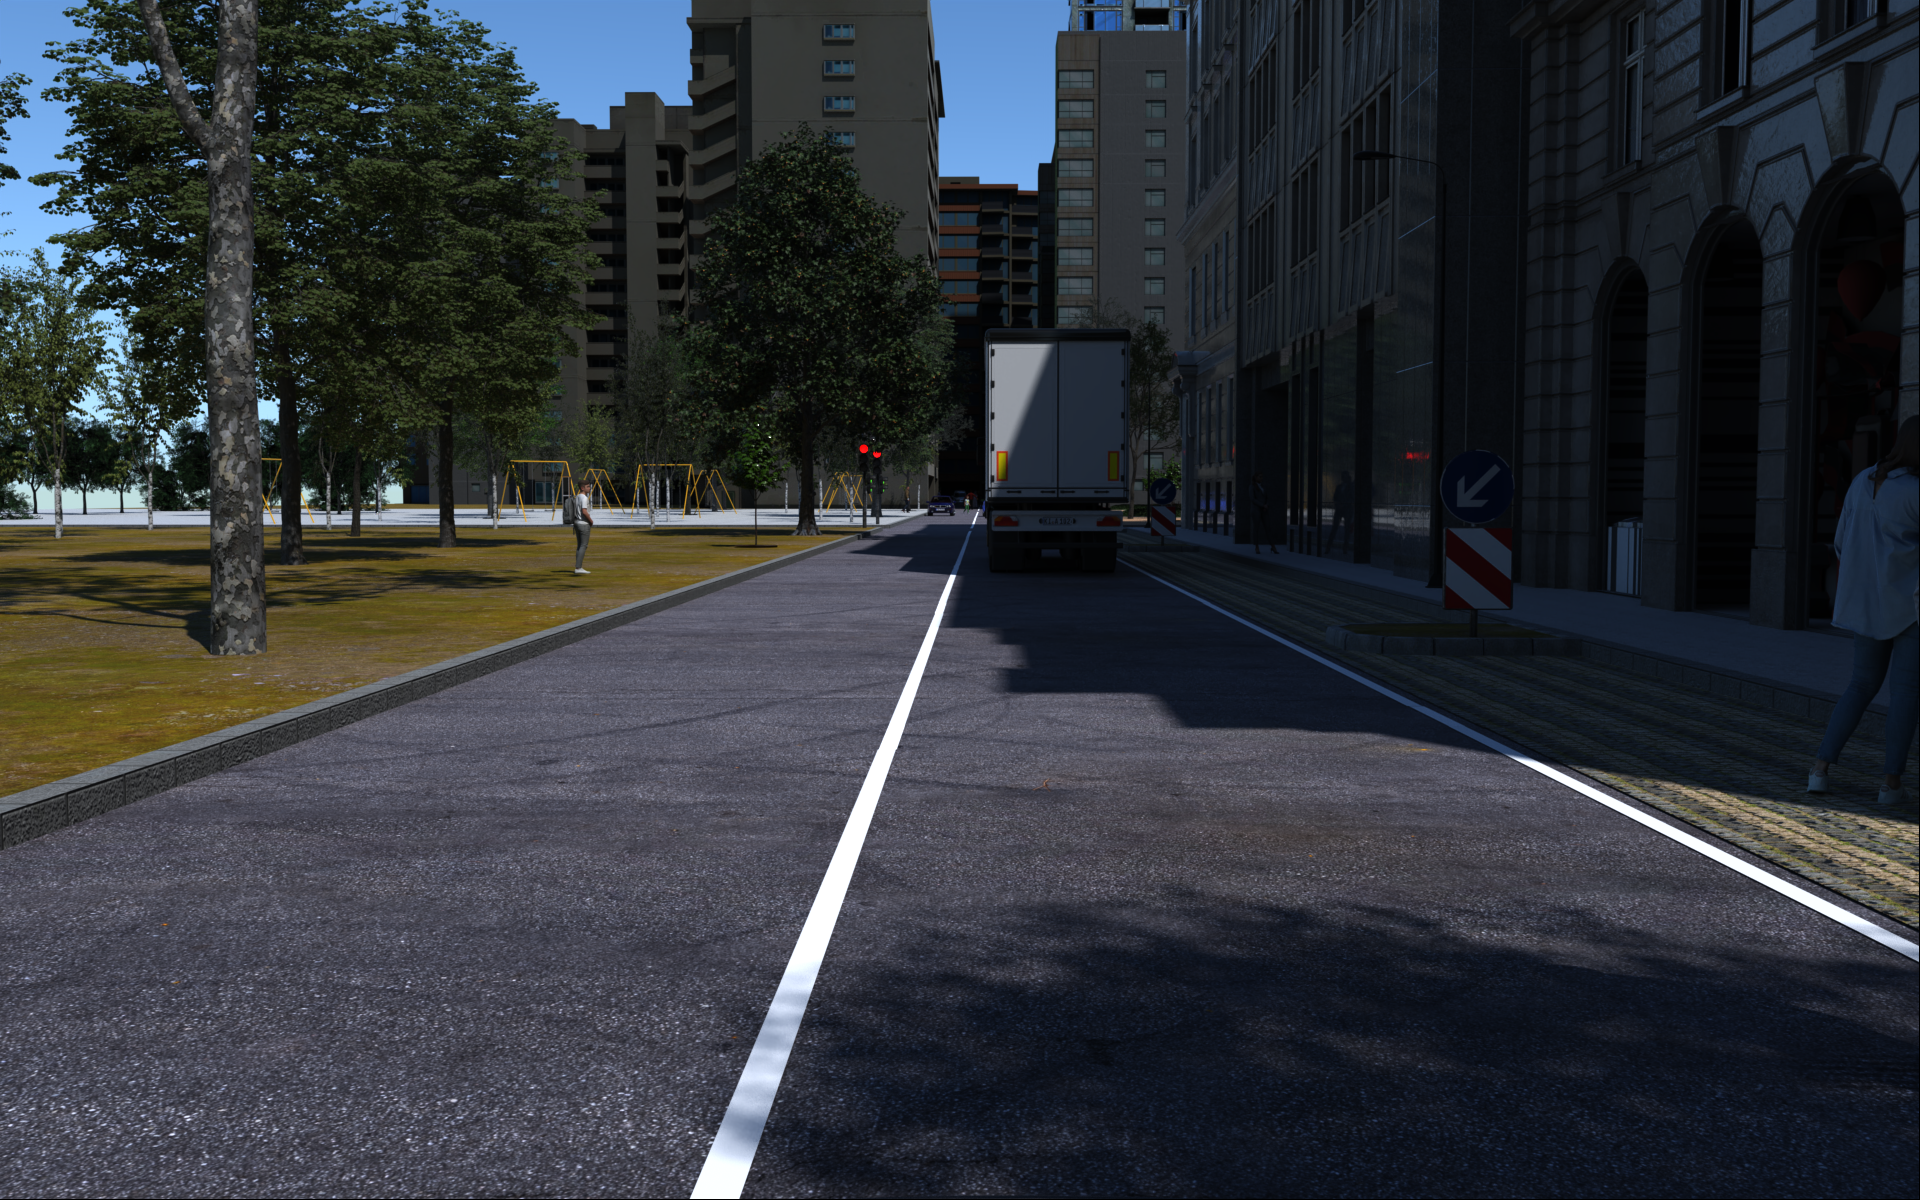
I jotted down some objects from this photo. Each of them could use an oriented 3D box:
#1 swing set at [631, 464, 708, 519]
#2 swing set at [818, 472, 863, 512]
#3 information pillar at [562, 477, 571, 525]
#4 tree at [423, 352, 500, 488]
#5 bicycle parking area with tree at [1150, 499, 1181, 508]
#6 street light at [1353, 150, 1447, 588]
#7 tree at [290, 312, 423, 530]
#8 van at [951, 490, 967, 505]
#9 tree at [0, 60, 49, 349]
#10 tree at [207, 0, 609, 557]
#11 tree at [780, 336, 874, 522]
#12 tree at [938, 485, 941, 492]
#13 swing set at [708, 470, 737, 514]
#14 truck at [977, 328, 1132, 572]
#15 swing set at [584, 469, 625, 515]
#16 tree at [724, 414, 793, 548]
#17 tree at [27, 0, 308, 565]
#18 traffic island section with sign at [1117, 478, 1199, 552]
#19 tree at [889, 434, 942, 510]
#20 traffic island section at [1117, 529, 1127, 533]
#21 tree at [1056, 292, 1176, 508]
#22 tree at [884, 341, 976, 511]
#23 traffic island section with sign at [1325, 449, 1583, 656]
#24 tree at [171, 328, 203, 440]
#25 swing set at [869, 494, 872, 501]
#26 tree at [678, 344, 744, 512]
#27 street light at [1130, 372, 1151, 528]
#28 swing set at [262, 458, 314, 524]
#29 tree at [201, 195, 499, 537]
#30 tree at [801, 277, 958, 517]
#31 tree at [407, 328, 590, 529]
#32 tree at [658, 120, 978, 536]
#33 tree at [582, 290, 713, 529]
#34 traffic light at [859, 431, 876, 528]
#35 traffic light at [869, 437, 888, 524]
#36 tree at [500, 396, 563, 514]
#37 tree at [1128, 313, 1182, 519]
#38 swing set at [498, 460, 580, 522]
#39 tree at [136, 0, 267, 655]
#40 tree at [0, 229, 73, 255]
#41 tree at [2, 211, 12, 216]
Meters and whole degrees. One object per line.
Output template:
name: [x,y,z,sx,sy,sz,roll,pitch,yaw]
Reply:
swing set: [-15.395,-5.732,91.332,3.119,2.851,2.862,1,4,10]
swing set: [-8.391,-7.635,122.444,2.862,2.851,3.119,-1,4,-16]
information pillar: [-16.488,-4.168,72.641,0.304,2.012,0.304,0,4,2]
tree: [-23.173,-7.710,76.417,4.360,8.622,3.978,0,3,0]
bicycle parking area with tree: [17.928,-8.200,121.076,8.231,4.147,9.016,-3,4,-36]
street light: [6.010,-3.122,23.579,1.470,5.913,1.316,0,4,1]
tree: [-22.374,-6.808,61.671,4.360,8.622,3.978,0,3,0]
van: [0.002,-11.782,199.638,2.013,2.044,4.112,0,4,0]
tree: [-23.467,-7.813,34.398,9.857,13.997,8.962,0,3,0]
tree: [-11.878,-7.527,41.190,7.486,12.596,7.792,0,3,0]
tree: [-5.050,-7.821,78.233,4.360,8.622,3.978,0,3,0]
tree: [-3.015,-12.220,194.399,1.663,3.219,1.824,0,3,0]
swing set: [-16.324,-7.028,112.526,2.862,2.851,3.119,-2,4,-24]
truck: [1.735,-2.816,34.955,2.839,4.237,11.283,0,4,1]
swing set: [-22.936,-6.829,109.268,2.862,2.851,3.119,0,4,4]
tree: [-4.800,-2.883,41.735,1.663,3.219,1.824,0,3,0]
tree: [-12.486,-6.896,30.873,7.486,12.596,7.792,0,3,0]
traffic island section with sign: [4.898,-2.124,43.353,1.989,1.847,2.006,0,4,1]
tree: [-3.462,-11.836,143.875,4.737,8.622,4.395,0,3,0]
traffic island section: [5.208,-2.640,65.437,2.009,0.180,2.903,0,4,1]
tree: [8.930,-11.904,104.994,12.009,13.543,11.850,0,3,0]
tree: [-4.022,-13.421,129.807,12.009,13.543,11.850,0,3,0]
traffic island section with sign: [4.508,-0.462,16.190,1.989,1.847,2.006,0,4,1]
tree: [-28.919,-6.808,61.673,4.737,8.622,4.395,0,3,0]
swing set: [-9.259,-9.066,145.842,3.119,2.851,2.862,3,5,43]
tree: [-18.018,-12.606,124.241,7.486,12.596,7.792,0,3,0]
street light: [6.587,-5.673,65.291,1.470,5.913,1.316,0,4,1]
swing set: [-30.532,-4.793,75.988,2.862,2.851,3.119,1,4,13]
tree: [-18.102,-7.166,51.579,8.767,10.594,7.601,-2,4,-25]
tree: [-4.750,-11.578,95.951,9.857,13.997,8.962,0,3,0]
tree: [-16.758,-6.894,63.086,4.737,8.622,4.395,0,3,0]
tree: [-4.679,-8.356,53.625,9.611,12.733,9.660,0,3,0]
tree: [-11.235,-6.903,63.234,4.360,8.622,3.978,0,3,0]
traffic light: [-3.592,-4.680,65.433,0.839,4.253,0.868,0,4,1]
traffic light: [-3.478,-5.168,73.418,0.839,4.253,0.868,0,4,1]
tree: [-29.185,-9.961,113.222,4.360,8.622,3.978,0,3,0]
tree: [9.112,-9.462,89.116,7.601,10.594,8.767,2,4,28]
swing set: [-19.935,-5.134,81.563,3.119,2.851,2.862,-3,5,-41]
tree: [-6.311,-9.717,14.766,12.611,20.169,13.585,0,3,0]
tree: [-26.417,-6.102,50.129,4.737,8.622,4.395,0,3,0]
tree: [-24.606,-5.688,43.364,4.737,8.622,4.395,0,3,0]
